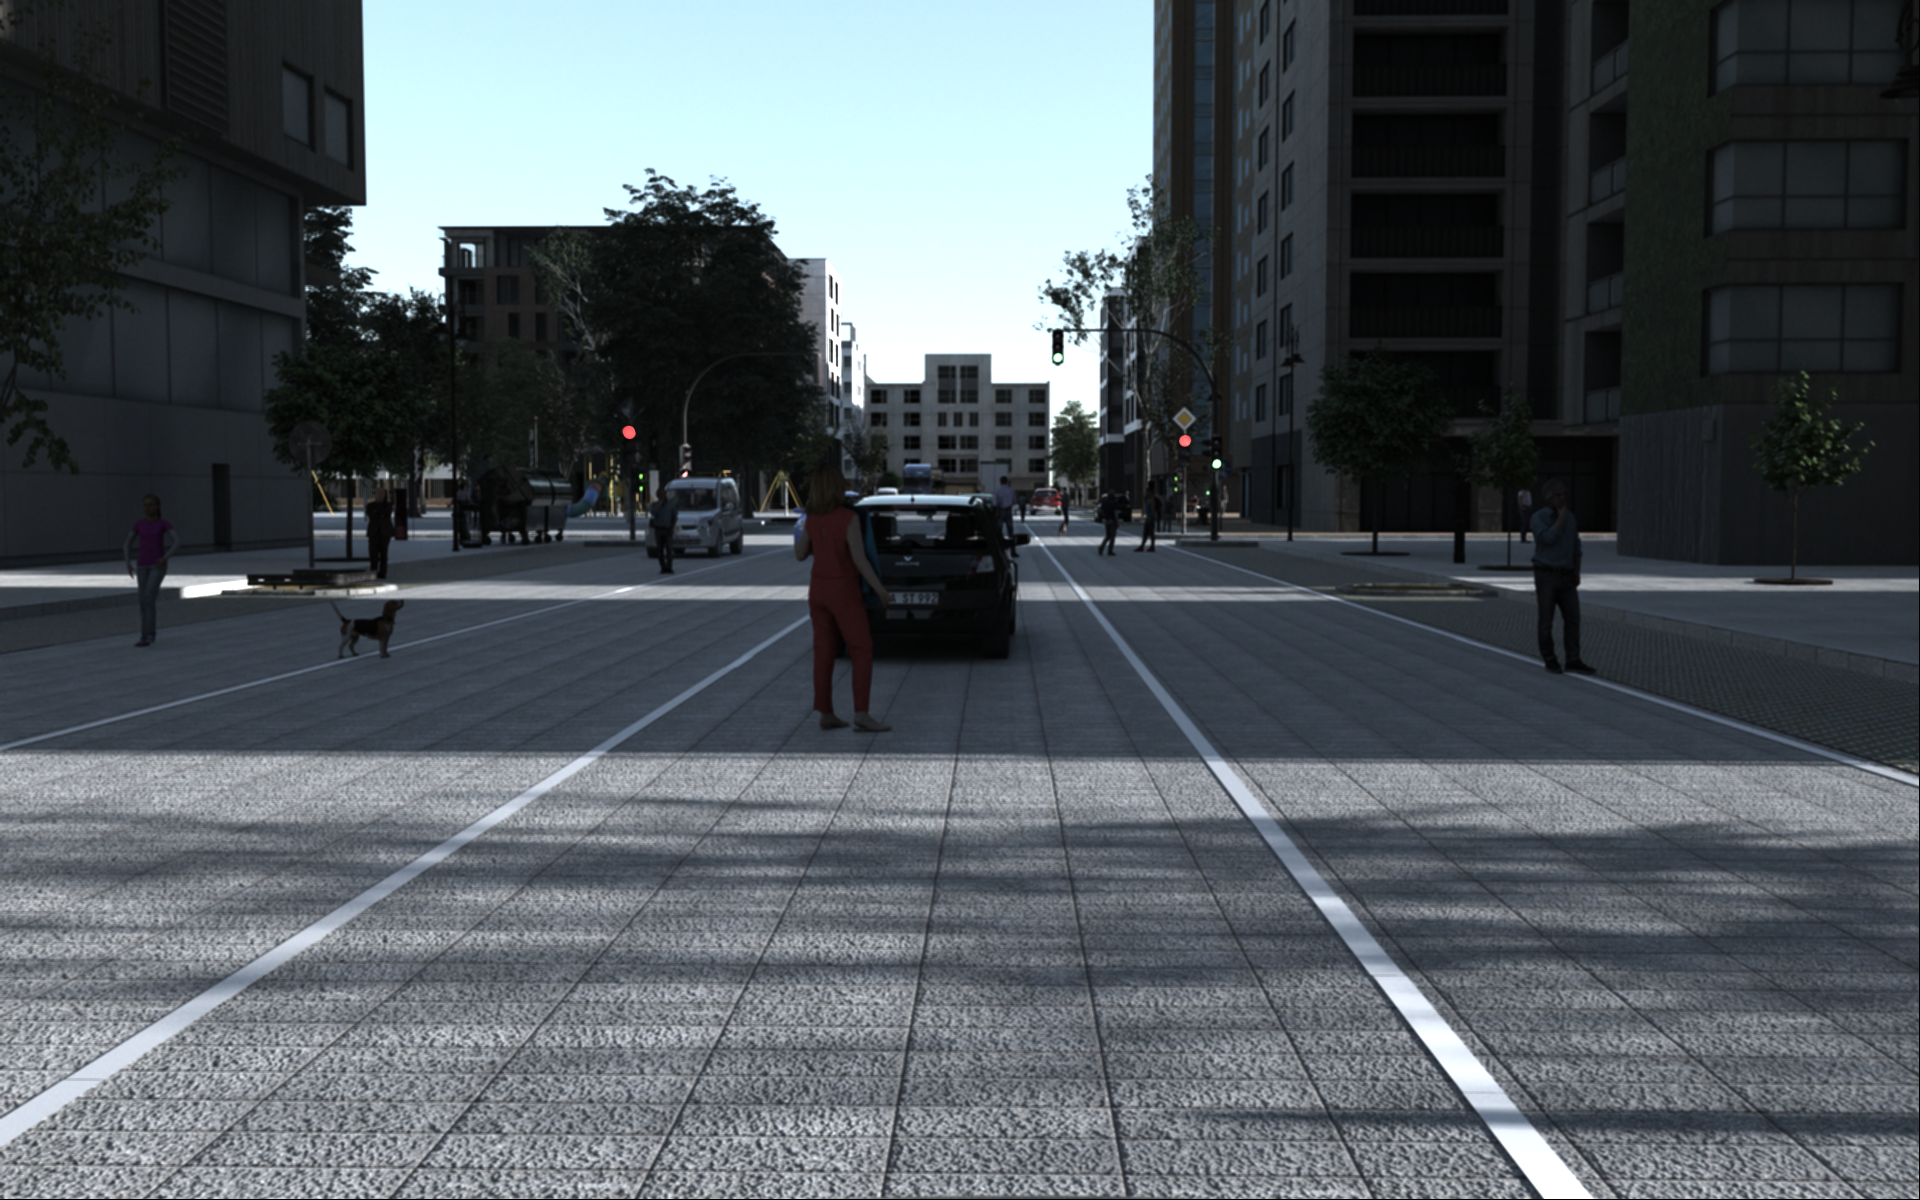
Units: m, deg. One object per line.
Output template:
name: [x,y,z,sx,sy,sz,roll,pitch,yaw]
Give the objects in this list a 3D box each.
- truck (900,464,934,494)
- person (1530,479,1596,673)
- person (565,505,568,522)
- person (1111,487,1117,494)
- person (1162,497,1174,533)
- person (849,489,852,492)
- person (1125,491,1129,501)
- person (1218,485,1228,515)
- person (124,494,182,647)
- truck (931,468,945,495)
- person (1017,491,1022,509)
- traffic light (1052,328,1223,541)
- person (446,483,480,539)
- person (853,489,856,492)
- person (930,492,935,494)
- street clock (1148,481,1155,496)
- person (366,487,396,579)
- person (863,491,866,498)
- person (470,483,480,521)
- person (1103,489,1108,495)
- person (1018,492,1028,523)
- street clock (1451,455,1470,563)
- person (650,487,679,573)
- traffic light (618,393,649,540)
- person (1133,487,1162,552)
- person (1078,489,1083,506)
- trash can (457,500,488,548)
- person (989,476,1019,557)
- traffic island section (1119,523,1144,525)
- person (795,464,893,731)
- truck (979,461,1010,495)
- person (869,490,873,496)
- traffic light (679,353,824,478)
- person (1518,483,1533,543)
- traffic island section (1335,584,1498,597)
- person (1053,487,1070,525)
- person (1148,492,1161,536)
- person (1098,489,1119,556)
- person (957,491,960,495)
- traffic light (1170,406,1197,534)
truck: [-3.563,-10.413,160.008,2.967,4.110,18.799,0,4,2]
person: [4.812,-0.194,13.890,0.499,1.552,0.429,0,4,5]
person: [-18.064,-4.406,78.808,0.841,1.734,0.376,-2,4,-30]
person: [12.297,-8.199,140.089,1.348,1.826,0.705,2,4,32]
person: [7.274,-2.965,60.880,0.435,1.345,0.340,-2,4,-24]
person: [-7.171,-6.426,114.293,0.841,1.734,0.376,3,5,44]
person: [11.272,-6.634,117.205,0.574,1.496,0.600,-3,4,-38]
person: [16.059,-6.087,105.697,0.598,1.807,0.434,0,4,-7]
person: [-7.558,-0.267,16.099,0.726,1.435,0.776,0,4,-6]
truck: [-2.999,-11.993,185.000,2.839,4.237,11.283,0,4,0]
person: [5.567,-9.414,163.131,0.721,1.735,1.217,-3,4,-36]
traffic light: [4.897,-4.461,47.608,4.771,5.953,1.251,0,4,1]
person: [-14.111,-2.515,49.125,0.963,1.587,0.435,-1,4,-8]
person: [-10.397,-9.992,170.076,0.551,1.740,0.621,-2,4,-24]
person: [-1.472,-4.820,89.520,0.569,1.553,0.471,-3,5,-44]
street clock: [10.202,-5.377,92.476,0.358,2.002,0.471,-1,4,-15]
person: [-9.737,-1.123,29.127,0.482,1.546,0.388,-1,4,-10]
person: [-11.445,-12.260,207.955,0.415,1.643,0.593,1,4,21]
person: [-18.676,-3.675,67.047,0.541,1.710,0.530,-1,4,-23]
person: [14.179,-9.895,168.488,0.551,1.740,0.621,-2,4,-28]
person: [3.135,-4.633,86.467,0.429,1.552,0.499,-3,4,-37]
street clock: [9.274,-1.685,32.115,0.358,2.002,0.471,1,4,9]
person: [-5.312,-1.253,31.202,0.499,1.552,0.429,1,4,15]
traffic light: [-9.087,-3.617,48.063,0.839,4.253,0.868,0,4,1]
person: [4.674,-2.001,43.090,0.662,1.594,0.647,-1,4,-17]
person: [13.375,-11.398,192.429,0.705,1.821,1.348,1,4,23]
trash can: [-11.655,-1.816,41.350,0.748,1.137,0.748,0,3,0]
person: [0.982,-1.894,39.343,0.709,1.838,0.599,-1,4,-14]
traffic island section: [7.802,-3.526,80.515,1.991,0.108,1.994,0,4,1]
person: [-0.715,-0.023,10.579,0.444,1.614,0.593,-2,4,-31]
truck: [3.060,-10.035,152.978,2.839,4.237,11.283,0,4,1]
person: [-8.612,-9.722,166.464,0.415,1.643,0.593,-3,4,-38]
traffic light: [-6.805,-4.976,56.031,4.771,5.953,1.251,0,4,1]
person: [14.937,-2.362,45.599,0.436,1.711,0.756,3,5,44]
traffic island section: [6.490,-0.131,25.003,1.991,0.108,1.994,0,4,1]
person: [4.640,-4.298,79.308,0.750,1.759,0.617,0,4,-1]
person: [6.548,-2.889,58.285,0.613,1.512,0.480,3,4,37]
person: [3.431,-1.811,40.322,0.471,1.553,0.569,0,4,-7]
person: [-0.050,-5.533,100.835,0.662,1.594,0.647,-3,4,-39]
traffic light: [7.179,-4.083,55.683,0.839,4.253,0.868,0,4,1]
